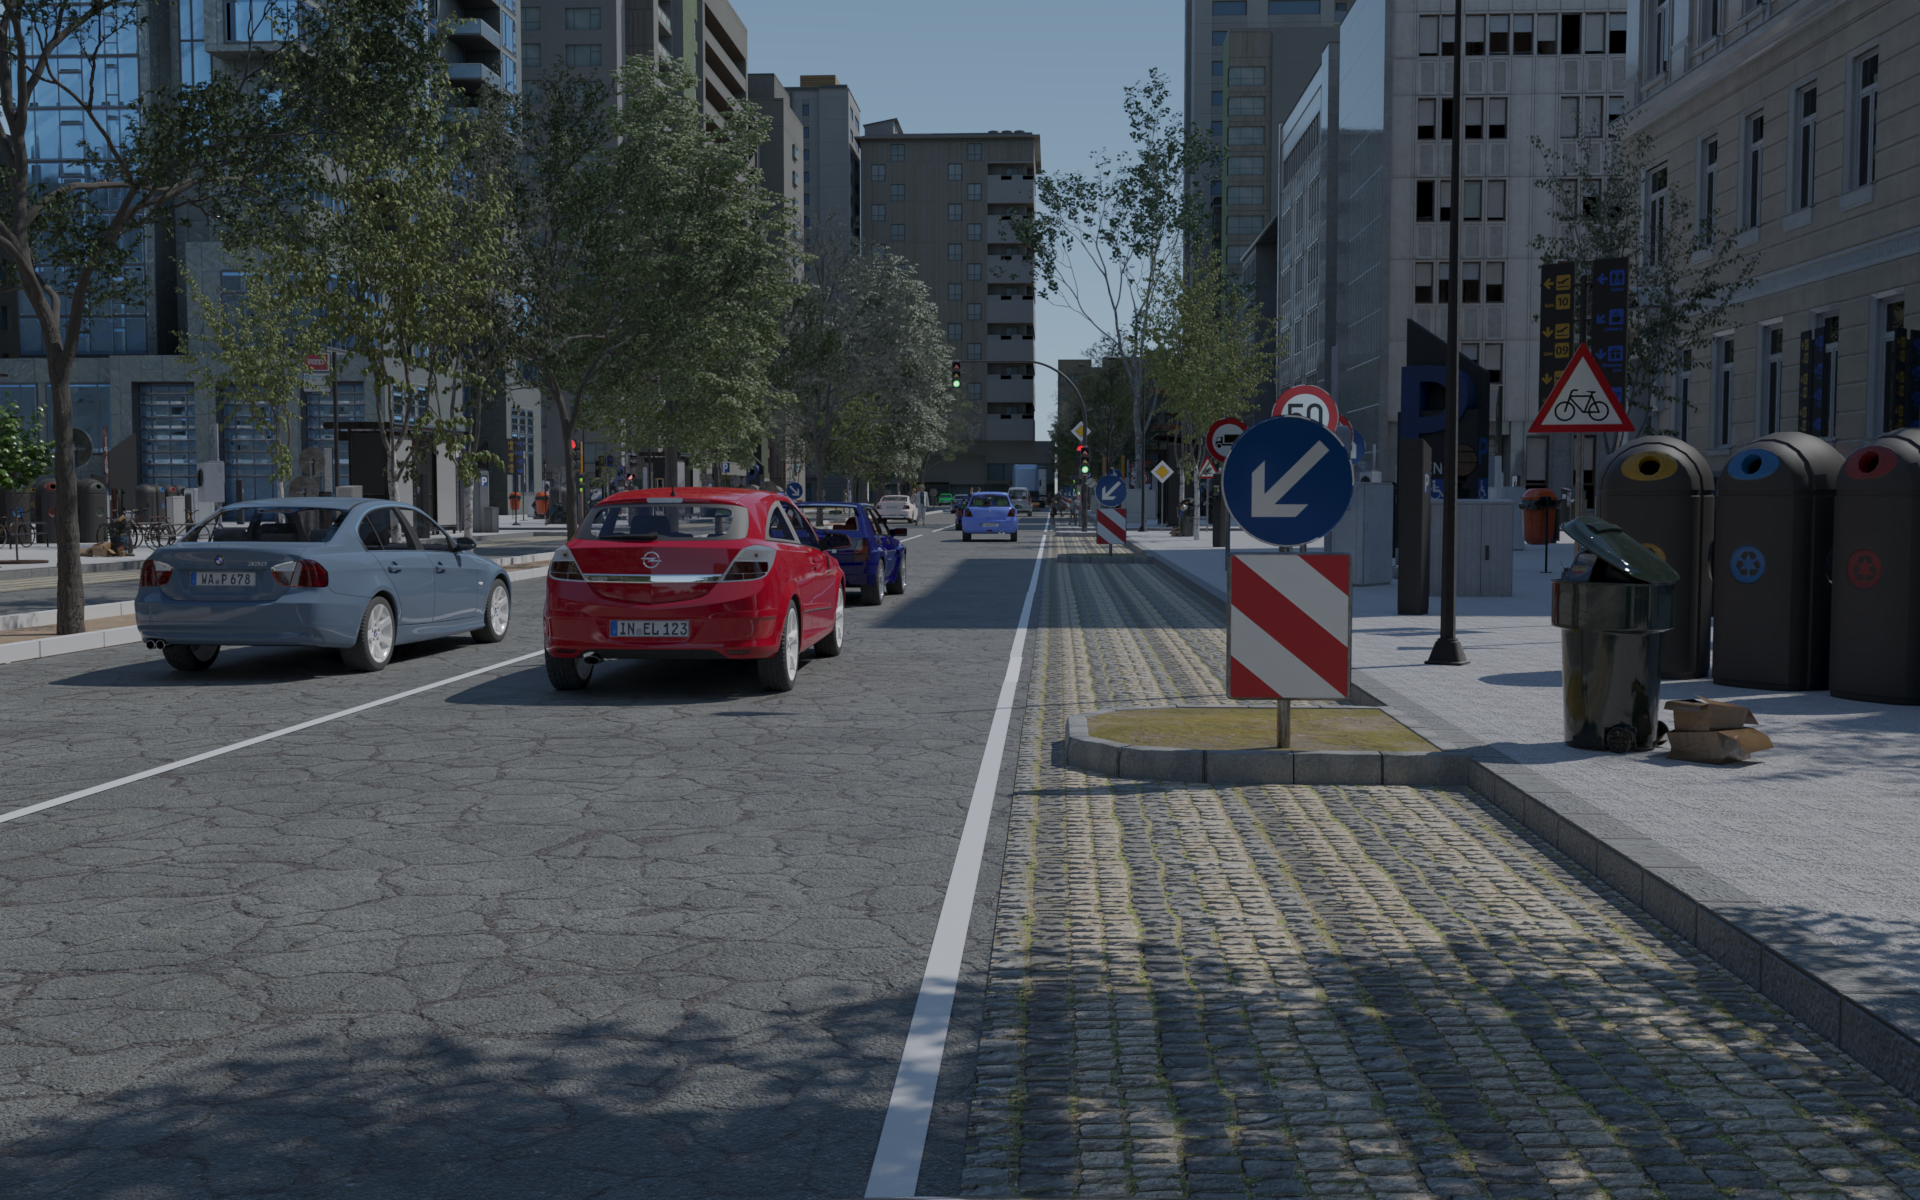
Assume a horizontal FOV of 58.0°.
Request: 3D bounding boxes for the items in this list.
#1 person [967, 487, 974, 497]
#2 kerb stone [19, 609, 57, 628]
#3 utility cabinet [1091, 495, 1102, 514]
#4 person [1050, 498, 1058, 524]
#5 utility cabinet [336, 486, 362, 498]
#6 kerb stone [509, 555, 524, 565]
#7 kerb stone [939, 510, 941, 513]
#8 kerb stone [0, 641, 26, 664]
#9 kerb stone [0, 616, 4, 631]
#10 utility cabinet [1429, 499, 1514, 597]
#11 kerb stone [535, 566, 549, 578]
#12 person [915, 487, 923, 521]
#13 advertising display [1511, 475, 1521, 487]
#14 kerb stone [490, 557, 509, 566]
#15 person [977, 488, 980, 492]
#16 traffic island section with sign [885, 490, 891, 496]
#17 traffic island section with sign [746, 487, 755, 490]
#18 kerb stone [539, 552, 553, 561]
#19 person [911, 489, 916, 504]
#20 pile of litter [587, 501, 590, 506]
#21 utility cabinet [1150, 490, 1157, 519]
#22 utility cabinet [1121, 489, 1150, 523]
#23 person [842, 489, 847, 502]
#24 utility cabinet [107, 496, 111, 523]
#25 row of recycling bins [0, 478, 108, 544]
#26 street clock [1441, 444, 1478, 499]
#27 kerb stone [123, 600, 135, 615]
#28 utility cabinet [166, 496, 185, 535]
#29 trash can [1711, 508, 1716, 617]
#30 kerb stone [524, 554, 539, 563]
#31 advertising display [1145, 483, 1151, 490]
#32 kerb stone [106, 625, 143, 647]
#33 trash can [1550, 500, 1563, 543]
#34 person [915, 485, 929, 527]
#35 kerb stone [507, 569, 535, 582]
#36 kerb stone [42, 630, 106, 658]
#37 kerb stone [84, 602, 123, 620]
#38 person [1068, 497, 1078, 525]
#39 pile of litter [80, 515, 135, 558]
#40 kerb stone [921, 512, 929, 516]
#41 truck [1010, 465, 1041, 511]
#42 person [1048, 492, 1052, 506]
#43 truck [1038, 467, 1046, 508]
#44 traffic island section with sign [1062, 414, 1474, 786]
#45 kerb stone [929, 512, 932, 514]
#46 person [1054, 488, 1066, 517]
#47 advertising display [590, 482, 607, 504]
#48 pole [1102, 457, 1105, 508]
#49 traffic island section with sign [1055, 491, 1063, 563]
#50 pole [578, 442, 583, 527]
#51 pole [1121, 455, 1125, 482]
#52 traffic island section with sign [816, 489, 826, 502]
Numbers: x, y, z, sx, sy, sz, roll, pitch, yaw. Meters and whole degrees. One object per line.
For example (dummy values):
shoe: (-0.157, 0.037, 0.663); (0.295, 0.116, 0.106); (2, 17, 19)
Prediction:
person: (0.778, -6.224, 110.043); (0.659, 1.850, 0.755); (-1, 4, -16)
kerb stone: (-10.003, 0.207, 18.819); (0.120, 0.150, 1.000); (0, 4, 3)
utility cabinet: (8.906, -6.177, 112.149); (0.306, 1.237, 1.020); (-2, 4, -32)
person: (4.412, -4.175, 81.430); (0.362, 1.253, 0.373); (-3, 5, -44)
utility cabinet: (-16.345, -2.303, 46.334); (0.318, 1.500, 1.173); (-3, 4, -39)
kerb stone: (-9.116, -0.789, 35.164); (0.120, 0.150, 1.000); (0, 4, 3)
kerb stone: (-1.740, -6.707, 131.891); (0.120, 0.150, 1.000); (0, 4, 3)
kerb stone: (-8.125, 0.463, 14.621); (0.120, 0.150, 1.000); (0, 4, 3)
kerb stone: (-10.051, 0.269, 17.798); (0.120, 0.150, 1.000); (0, 4, 3)
utility cabinet: (6.386, -0.646, 21.717); (1.020, 1.237, 0.306); (0, 4, 5)
kerb stone: (-7.295, -0.470, 29.956); (0.120, 0.150, 1.000); (0, 4, 3)
person: (-2.143, -5.151, 92.695); (0.573, 1.828, 0.580); (-1, 4, -14)
advertising display: (18.468, -3.202, 57.563); (0.123, 1.923, 0.974); (0, 4, 7)
kerb stone: (-9.160, -0.728, 34.143); (0.120, 0.150, 1.000); (0, 4, 3)
person: (1.120, -6.031, 107.063); (0.822, 1.834, 0.622); (-3, 5, -41)
traffic island section with sign: (-7.014, -9.846, 169.604); (1.989, 1.847, 2.006); (0, 4, 3)
traffic island section with sign: (-11.230, -5.125, 92.415); (1.989, 1.847, 2.006); (0, 4, 3)
kerb stone: (-8.995, -0.919, 37.214); (0.120, 0.150, 1.000); (0, 4, 3)
person: (-2.530, -5.383, 97.183); (0.598, 1.740, 0.731); (-3, 5, -41)
pile of litter: (-23.296, -5.899, 110.414); (1.176, 0.858, 1.719); (1, 4, 18)
utility cabinet: (9.364, -4.824, 87.545); (1.173, 1.500, 0.318); (1, 4, 23)
utility cabinet: (7.673, -4.137, 76.320); (1.173, 1.500, 0.318); (-2, 4, -29)
person: (-8.020, -6.814, 120.459); (0.362, 1.759, 0.519); (0, 4, 7)
utility cabinet: (-34.519, -3.574, 69.595); (0.306, 1.237, 1.020); (3, 4, 37)
row of recycling bins: (-23.998, -2.304, 44.791); (3.534, 1.692, 1.069); (-3, 5, -43)
street clock: (7.179, -1.245, 24.931); (0.471, 2.002, 0.358); (-1, 4, -9)
kerb stone: (-9.889, 0.081, 20.866); (0.120, 0.150, 1.000); (0, 4, 3)
utility cabinet: (-23.624, -2.542, 52.723); (0.306, 1.237, 1.020); (2, 4, 27)
trash can: (7.822, -0.408, 18.321); (0.748, 1.137, 0.748); (0, 3, 0)
kerb stone: (-9.052, -0.856, 36.186); (0.120, 0.150, 1.000); (0, 4, 3)
advertising display: (11.140, -5.851, 100.885); (0.974, 1.923, 0.123); (0, 4, 2)
kerb stone: (-8.013, 0.338, 16.662); (0.120, 0.150, 1.000); (0, 4, 3)
trash can: (15.341, -2.051, 45.188); (0.748, 1.137, 0.748); (0, 3, 0)
person: (-1.703, -4.151, 76.248); (0.514, 1.842, 0.818); (-2, 4, -27)
kerb stone: (-7.348, -0.405, 28.931); (0.120, 0.150, 1.000); (0, 4, 3)
kerb stone: (-8.067, 0.401, 15.641); (0.120, 0.150, 1.000); (0, 4, 3)
kerb stone: (-9.946, 0.144, 19.846); (0.120, 0.150, 1.000); (0, 4, 3)
person: (5.262, -4.140, 80.460); (0.475, 1.303, 0.640); (2, 4, 32)
pile of litter: (-17.593, -1.329, 35.701); (1.176, 0.858, 1.719); (-1, 4, -11)
kerb stone: (-2.411, -5.952, 119.607); (0.120, 0.150, 1.000); (0, 4, 3)
truck: (5.801, -9.986, 153.036); (2.967, 4.110, 18.799); (0, 4, 2)
person: (10.540, -11.801, 202.907); (0.415, 1.643, 0.593); (1, 4, 10)
truck: (7.743, -11.840, 182.497); (2.839, 4.237, 11.283); (0, 4, 1)
traffic island section with sign: (1.575, -0.050, 9.444); (1.989, 1.847, 2.006); (0, 4, 3)
kerb stone: (-2.238, -6.143, 122.673); (0.120, 0.150, 1.000); (0, 4, 3)
person: (6.273, -6.193, 109.718); (0.822, 1.834, 0.622); (0, 4, 7)
advertising display: (-19.447, -5.355, 92.764); (0.974, 1.923, 0.123); (3, 4, 37)
pole: (7.886, -6.180, 94.886); (0.158, 3.312, 0.155); (0, 3, 0)
traffic island section with sign: (3.039, -1.696, 36.359); (1.989, 1.847, 2.006); (0, 4, 3)
pole: (-14.744, -4.491, 67.263); (0.158, 3.312, 0.155); (0, 3, 0)
pole: (8.577, -5.949, 91.112); (0.158, 3.312, 0.155); (0, 3, 0)
traffic island section with sign: (-9.680, -6.845, 120.537); (1.989, 1.847, 2.006); (0, 4, 3)
